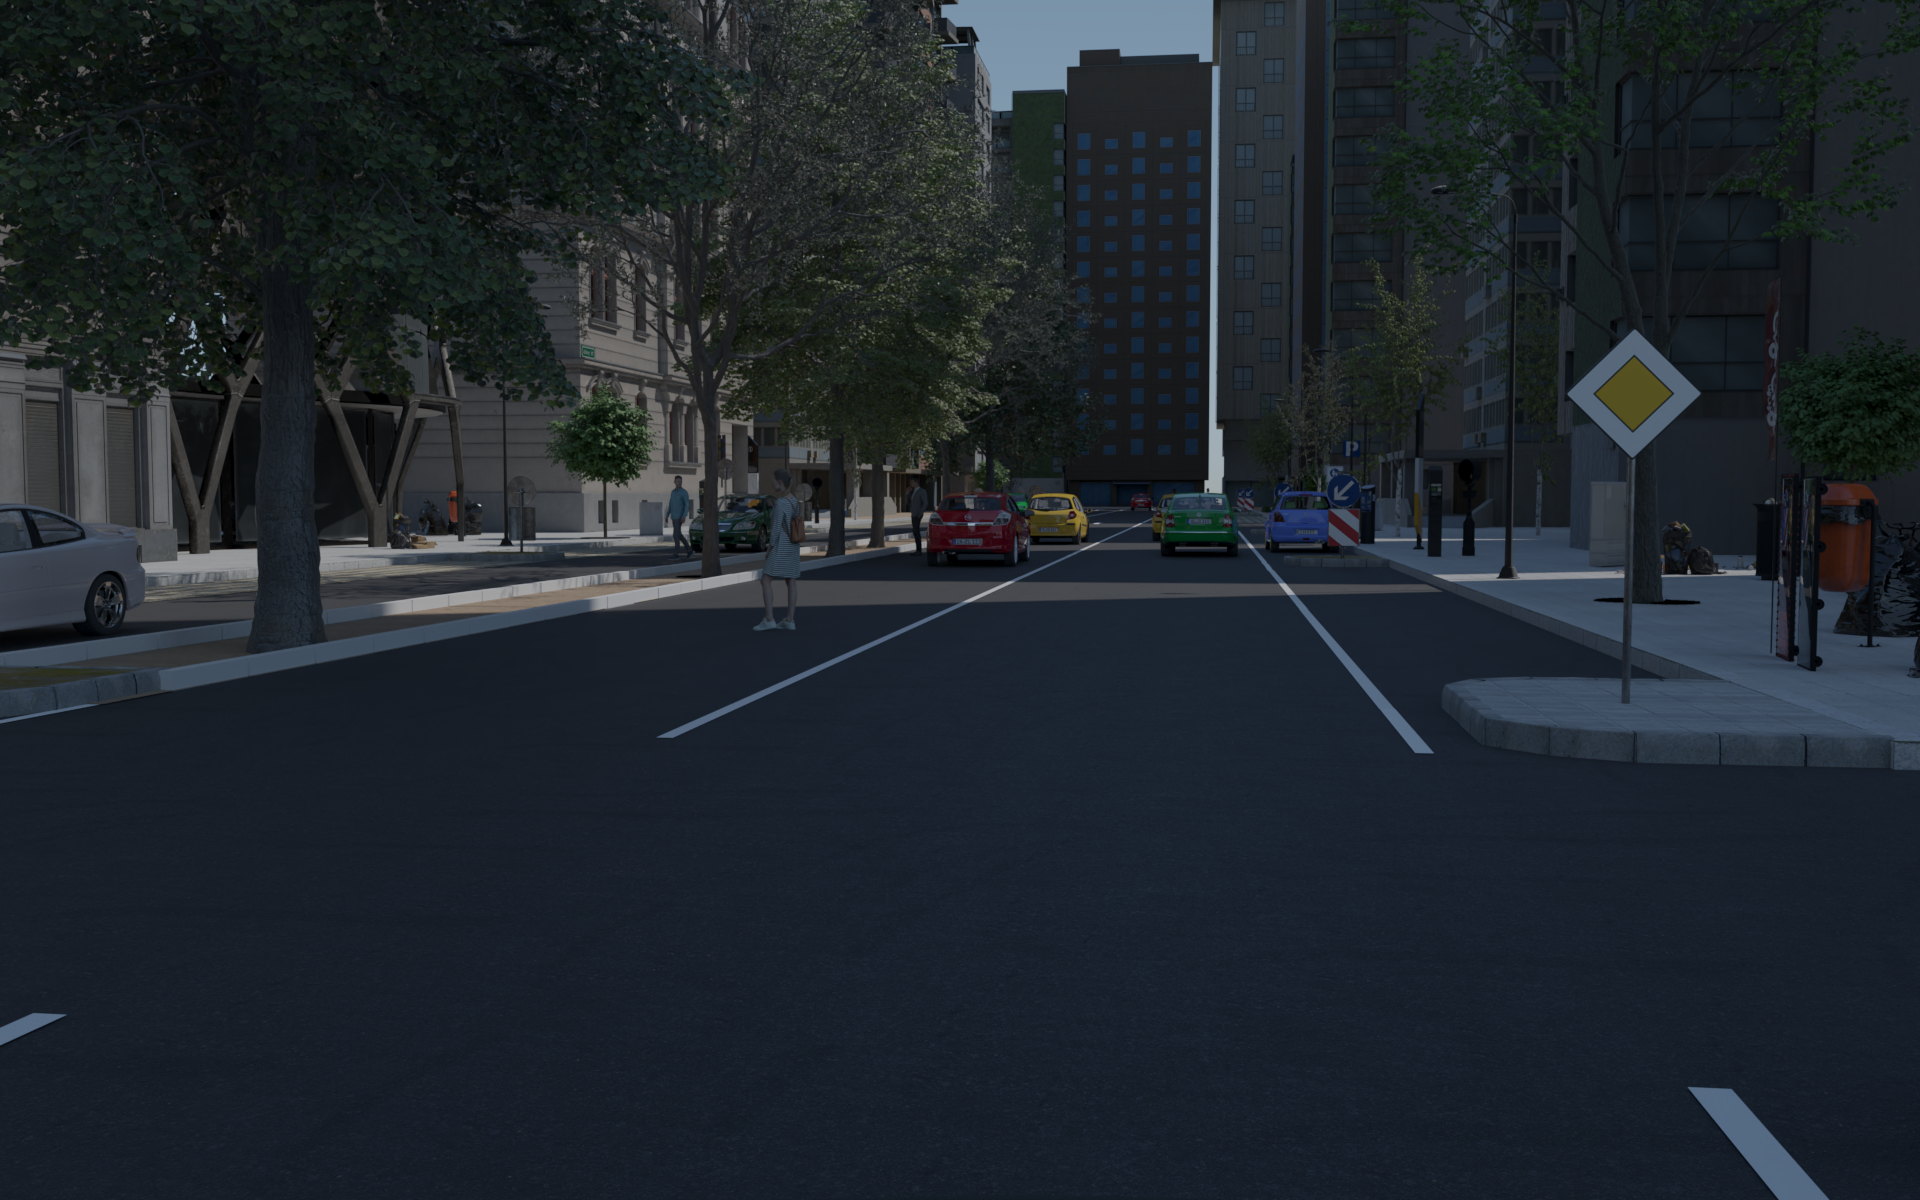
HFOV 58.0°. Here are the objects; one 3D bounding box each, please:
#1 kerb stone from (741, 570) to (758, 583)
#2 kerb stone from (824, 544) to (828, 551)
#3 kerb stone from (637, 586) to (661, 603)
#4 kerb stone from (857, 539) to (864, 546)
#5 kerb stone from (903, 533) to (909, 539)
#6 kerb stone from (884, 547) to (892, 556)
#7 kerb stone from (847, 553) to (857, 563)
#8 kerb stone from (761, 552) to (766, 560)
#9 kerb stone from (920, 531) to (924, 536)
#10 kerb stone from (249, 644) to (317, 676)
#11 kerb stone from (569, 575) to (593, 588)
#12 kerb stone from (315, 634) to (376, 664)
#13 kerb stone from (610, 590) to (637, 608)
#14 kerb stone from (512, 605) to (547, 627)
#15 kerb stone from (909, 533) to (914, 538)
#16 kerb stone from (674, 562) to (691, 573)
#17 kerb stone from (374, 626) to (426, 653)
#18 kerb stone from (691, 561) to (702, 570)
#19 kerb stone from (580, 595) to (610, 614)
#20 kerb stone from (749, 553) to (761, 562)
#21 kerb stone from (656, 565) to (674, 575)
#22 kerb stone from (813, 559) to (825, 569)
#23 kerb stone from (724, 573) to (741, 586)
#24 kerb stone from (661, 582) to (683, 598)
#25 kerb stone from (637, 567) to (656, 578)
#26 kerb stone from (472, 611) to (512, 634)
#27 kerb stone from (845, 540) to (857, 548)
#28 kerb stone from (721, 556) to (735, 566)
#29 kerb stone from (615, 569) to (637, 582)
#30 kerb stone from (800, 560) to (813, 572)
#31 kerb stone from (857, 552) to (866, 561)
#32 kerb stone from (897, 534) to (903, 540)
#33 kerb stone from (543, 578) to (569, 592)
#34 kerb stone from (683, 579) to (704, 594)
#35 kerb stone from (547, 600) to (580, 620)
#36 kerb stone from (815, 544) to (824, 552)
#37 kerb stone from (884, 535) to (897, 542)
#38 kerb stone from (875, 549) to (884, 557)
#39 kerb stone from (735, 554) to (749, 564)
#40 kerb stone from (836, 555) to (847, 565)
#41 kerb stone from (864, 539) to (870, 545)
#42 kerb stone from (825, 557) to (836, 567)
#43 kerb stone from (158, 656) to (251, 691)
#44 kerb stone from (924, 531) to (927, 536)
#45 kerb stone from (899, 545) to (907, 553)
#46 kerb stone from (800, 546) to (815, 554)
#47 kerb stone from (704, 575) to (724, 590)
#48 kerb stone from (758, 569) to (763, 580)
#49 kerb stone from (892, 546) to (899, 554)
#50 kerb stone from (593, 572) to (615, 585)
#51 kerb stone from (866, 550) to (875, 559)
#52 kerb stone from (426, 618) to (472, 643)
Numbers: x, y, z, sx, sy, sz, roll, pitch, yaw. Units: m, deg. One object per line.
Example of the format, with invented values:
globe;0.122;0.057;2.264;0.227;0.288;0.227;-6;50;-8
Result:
kerb stone;-3.534;-0.367;28.278;0.120;0.150;1.000;0;4;8
kerb stone;-3.446;-1.322;43.807;0.120;0.150;1.000;0;4;8
kerb stone;-4.261;-0.062;23.205;0.120;0.150;1.000;0;4;8
kerb stone;-2.867;-1.570;47.863;0.120;0.150;1.000;0;4;8
kerb stone;-1.854;-2.003;54.974;0.120;0.150;1.000;0;4;8
kerb stone;-1.790;-1.113;40.445;0.120;0.150;1.000;0;4;8
kerb stone;-2.383;-0.868;36.387;0.120;0.150;1.000;0;4;8
kerb stone;-4.309;-0.949;37.717;0.120;0.150;1.000;0;4;8
kerb stone;-1.422;-2.186;58.015;0.120;0.150;1.000;0;4;8
kerb stone;-5.558;0.498;14.083;0.120;0.150;1.000;0;4;8
kerb stone;-5.904;-0.264;26.563;0.120;0.150;1.000;0;4;8
kerb stone;-5.409;0.434;15.094;0.120;0.150;1.000;0;4;8
kerb stone;-4.399;0.000;22.192;0.120;0.150;1.000;0;4;8
kerb stone;-4.836;0.189;19.148;0.120;0.150;1.000;0;4;8
kerb stone;-1.705;-2.063;55.986;0.120;0.150;1.000;0;4;8
kerb stone;-5.175;-0.572;31.643;0.120;0.150;1.000;0;4;8
kerb stone;-5.270;0.372;16.107;0.120;0.150;1.000;0;4;8
kerb stone;-5.033;-0.636;32.655;0.120;0.150;1.000;0;4;8
kerb stone;-4.546;0.062;21.179;0.120;0.150;1.000;0;4;8
kerb stone;-4.456;-0.887;36.705;0.120;0.150;1.000;0;4;8
kerb stone;-5.316;-0.514;30.630;0.120;0.150;1.000;0;4;8
kerb stone;-2.810;-0.682;33.345;0.120;0.150;1.000;0;4;8
kerb stone;-3.678;-0.310;27.266;0.120;0.150;1.000;0;4;8
kerb stone;-4.111;-0.124;24.217;0.120;0.150;1.000;0;4;8
kerb stone;-5.465;-0.453;29.609;0.120;0.150;1.000;0;4;8
kerb stone;-4.974;0.248;18.135;0.120;0.150;1.000;0;4;8
kerb stone;-3.011;-1.508;46.849;0.120;0.150;1.000;0;4;8
kerb stone;-4.743;-0.759;34.680;0.120;0.150;1.000;0;4;8
kerb stone;-5.602;-0.391;28.591;0.120;0.150;1.000;0;4;8
kerb stone;-2.957;-0.620;32.331;0.120;0.150;1.000;0;4;8
kerb stone;-2.230;-0.930;37.398;0.120;0.150;1.000;0;4;8
kerb stone;-1.990;-1.943;53.959;0.120;0.150;1.000;0;4;8
kerb stone;-6.041;-0.205;25.549;0.120;0.150;1.000;0;4;8
kerb stone;-3.972;-0.186;25.240;0.120;0.150;1.000;0;4;8
kerb stone;-4.686;0.124;20.162;0.120;0.150;1.000;0;4;8
kerb stone;-3.589;-1.258;42.795;0.120;0.150;1.000;0;4;8
kerb stone;-2.150;-1.881;52.949;0.120;0.150;1.000;0;4;8
kerb stone;-1.945;-1.052;39.428;0.120;0.150;1.000;0;4;8
kerb stone;-4.594;-0.825;35.692;0.120;0.150;1.000;0;4;8
kerb stone;-2.525;-0.806;35.372;0.120;0.150;1.000;0;4;8
kerb stone;-2.723;-1.629;48.875;0.120;0.150;1.000;0;4;8
kerb stone;-2.672;-0.741;34.359;0.120;0.150;1.000;0;4;8
kerb stone;-5.702;0.559;13.069;0.120;0.150;1.000;0;4;8
kerb stone;-1.269;-2.253;59.025;0.120;0.150;1.000;0;4;8
kerb stone;-1.516;-1.240;42.471;0.120;0.150;1.000;0;4;8
kerb stone;-3.732;-1.195;41.777;0.120;0.150;1.000;0;4;8
kerb stone;-3.818;-0.248;26.253;0.120;0.150;1.000;0;4;8
kerb stone;-3.388;-0.434;29.290;0.120;0.150;1.000;0;4;8
kerb stone;-1.657;-1.175;41.459;0.120;0.150;1.000;0;4;8
kerb stone;-5.756;-0.329;27.574;0.120;0.150;1.000;0;4;8
kerb stone;-2.087;-0.992;38.414;0.120;0.150;1.000;0;4;8
kerb stone;-5.121;0.310;17.123;0.120;0.150;1.000;0;4;8
